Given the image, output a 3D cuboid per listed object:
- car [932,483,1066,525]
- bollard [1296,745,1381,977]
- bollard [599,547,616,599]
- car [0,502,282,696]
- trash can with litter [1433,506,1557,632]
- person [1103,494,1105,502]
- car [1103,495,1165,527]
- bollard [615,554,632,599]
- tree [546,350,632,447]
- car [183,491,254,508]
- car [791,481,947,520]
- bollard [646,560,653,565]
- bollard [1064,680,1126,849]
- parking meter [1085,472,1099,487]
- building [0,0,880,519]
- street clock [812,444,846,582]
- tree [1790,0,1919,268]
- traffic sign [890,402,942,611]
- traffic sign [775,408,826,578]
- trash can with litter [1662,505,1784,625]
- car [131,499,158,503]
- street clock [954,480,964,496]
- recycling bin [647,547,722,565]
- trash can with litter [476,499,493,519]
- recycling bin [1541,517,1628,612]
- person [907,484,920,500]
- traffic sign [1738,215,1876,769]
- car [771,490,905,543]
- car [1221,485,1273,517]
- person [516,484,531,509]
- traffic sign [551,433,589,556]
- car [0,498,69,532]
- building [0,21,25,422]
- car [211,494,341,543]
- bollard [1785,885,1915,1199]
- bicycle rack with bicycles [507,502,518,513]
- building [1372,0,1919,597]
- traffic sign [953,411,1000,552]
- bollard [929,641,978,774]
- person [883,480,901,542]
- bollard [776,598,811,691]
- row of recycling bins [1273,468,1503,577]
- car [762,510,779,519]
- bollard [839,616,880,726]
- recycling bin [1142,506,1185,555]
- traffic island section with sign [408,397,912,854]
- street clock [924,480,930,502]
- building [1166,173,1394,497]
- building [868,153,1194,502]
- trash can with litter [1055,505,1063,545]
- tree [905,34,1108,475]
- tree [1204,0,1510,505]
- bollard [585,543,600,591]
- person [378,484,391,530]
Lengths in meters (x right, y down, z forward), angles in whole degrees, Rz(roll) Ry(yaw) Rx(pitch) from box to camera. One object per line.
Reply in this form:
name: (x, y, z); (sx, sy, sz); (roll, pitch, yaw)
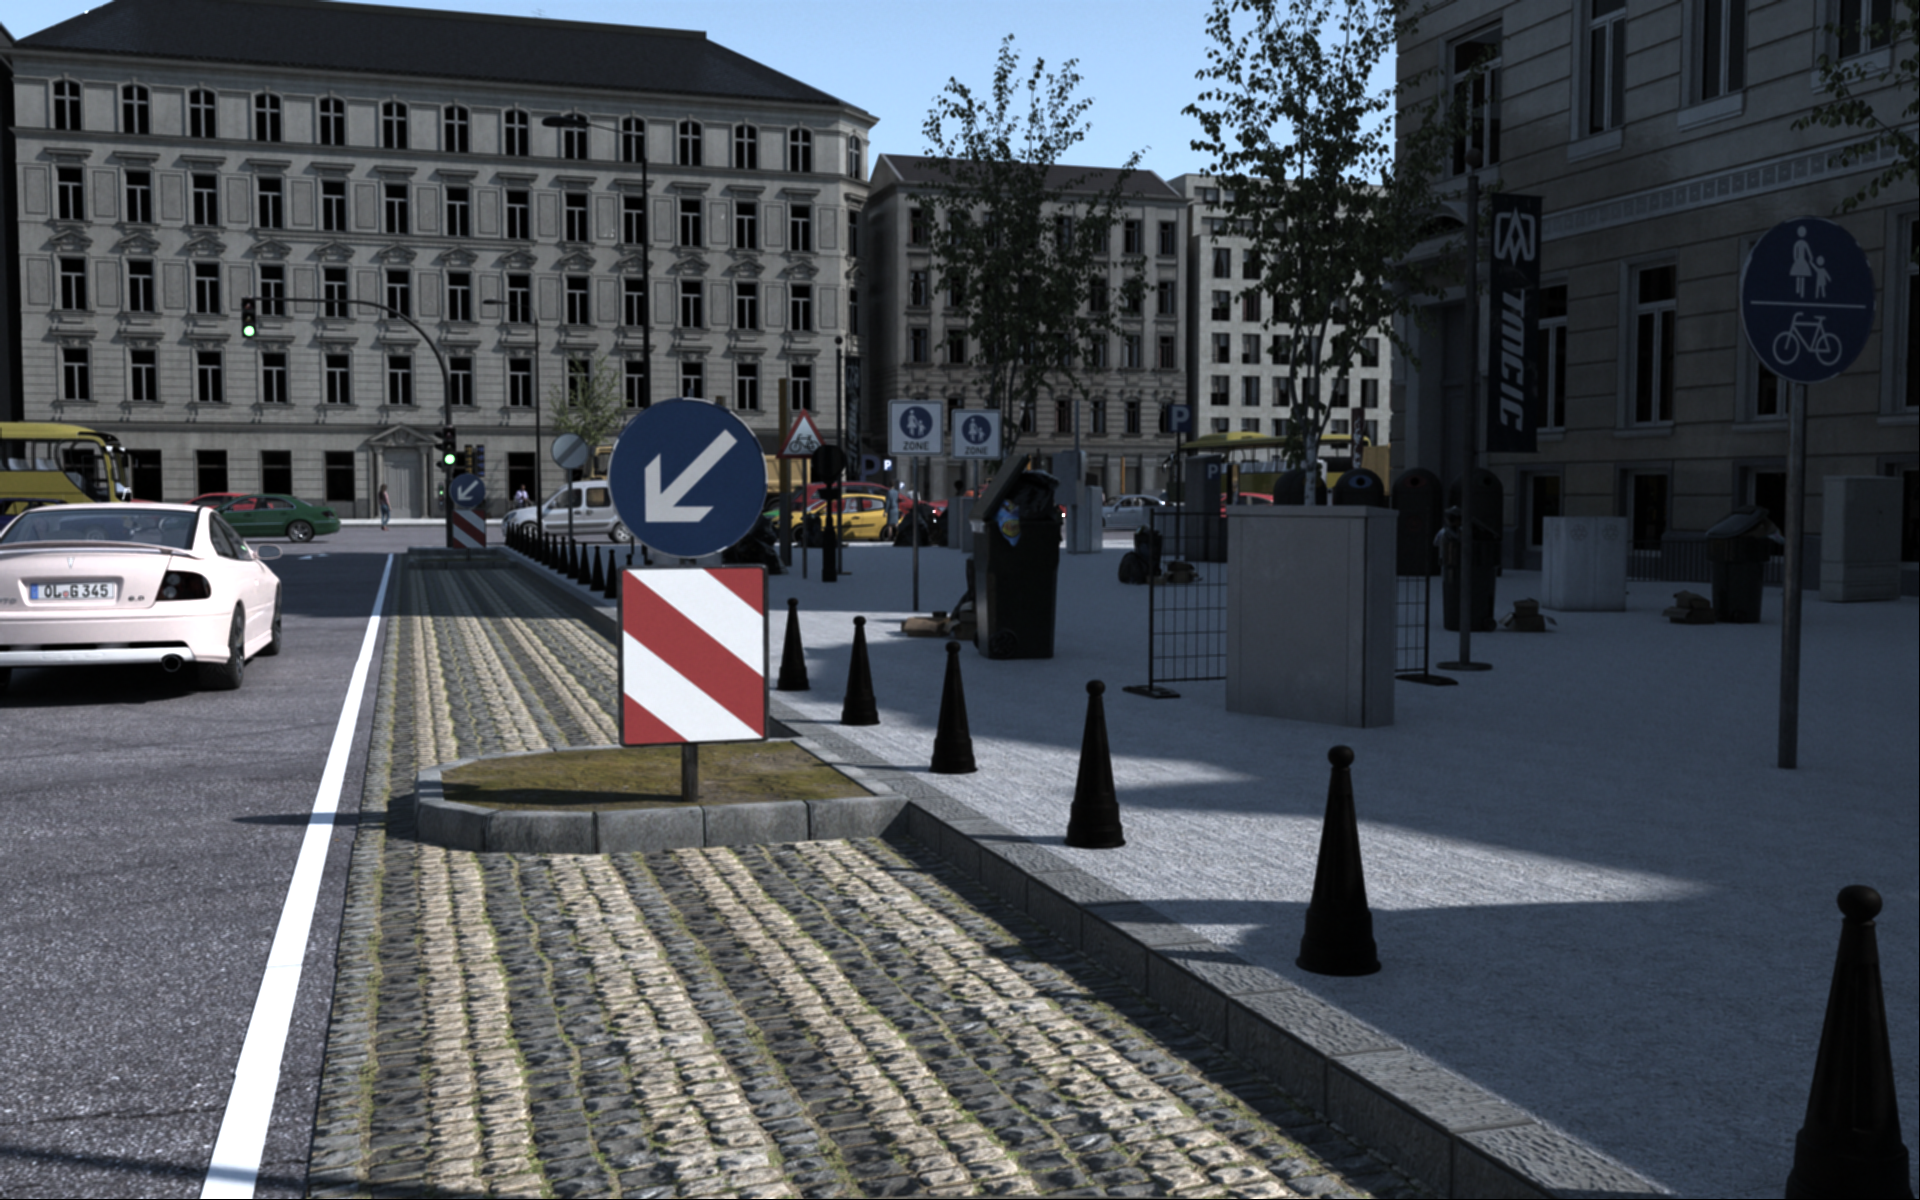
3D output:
car: (1.037, -3.043, 58.422); (5.304, 1.827, 2.281); (-1, 4, -17)
bollard: (1.030, 0.694, 4.698); (0.229, 0.601, 0.229); (0, 3, 0)
bollard: (-4.283, -0.323, 21.324); (0.229, 0.601, 0.229); (0, 3, 0)
car: (-6.555, -0.086, 13.772); (2.083, 1.381, 4.827); (-1, 4, -16)
trash can with litter: (5.030, -0.300, 16.294); (1.055, 1.170, 0.624); (0, 4, 5)
person: (6.287, -4.180, 77.426); (0.593, 1.750, 0.643); (2, 4, 28)
car: (6.372, -3.404, 67.665); (4.499, 1.417, 2.014); (-1, 4, -18)
bollard: (-3.753, -0.222, 19.670); (0.229, 0.601, 0.229); (0, 3, 0)
tree: (-18.744, -8.395, 87.622); (4.737, 8.622, 4.395); (0, 3, 0)
car: (-26.884, -3.244, 62.085); (4.494, 1.783, 2.155); (-1, 4, -17)
car: (-2.844, -2.695, 52.738); (5.304, 1.827, 2.281); (-1, 4, -18)
bollard: (-3.223, -0.120, 18.003); (0.229, 0.601, 0.229); (0, 3, 0)
bollard: (0.496, 0.593, 6.351); (0.229, 0.601, 0.229); (0, 3, 0)
parking meter: (3.386, -2.380, 44.628); (0.399, 1.863, 0.255); (0, 4, 3)
building: (-27.316, -19.626, 97.298); (44.131, 29.872, 17.030); (-1, 4, -18)
street clock: (-1.909, -1.267, 25.289); (0.471, 2.002, 0.358); (0, 4, 7)
tree: (9.483, -3.915, 14.368); (4.737, 8.622, 4.395); (0, 3, 0)
traffic sign: (-0.486, -1.029, 18.953); (0.606, 2.300, 0.079); (-1, 4, -11)
traffic sign: (-2.361, -1.607, 26.278); (0.884, 2.594, 0.081); (-1, 4, -11)
trash can with litter: (7.570, -0.355, 17.193); (1.055, 1.170, 0.624); (-1, 4, -20)
car: (-32.508, -3.429, 64.730); (5.304, 1.827, 2.281); (-1, 4, -19)
street clock: (-0.055, -5.220, 89.924); (0.471, 2.002, 0.358); (-1, 4, -13)
recycling bin: (-3.236, -0.476, 20.335); (0.722, 1.027, 0.722); (-2, 4, -26)
trash can with litter: (-24.587, -4.755, 89.133); (0.624, 1.170, 1.055); (1, 4, 22)
recycling bin: (6.915, -0.406, 19.198); (0.722, 1.027, 0.722); (0, 4, 1)
person: (-1.824, -3.681, 68.565); (0.514, 1.842, 0.818); (-2, 4, -23)
traffic sign: (3.878, -0.485, 8.042); (0.768, 2.556, 0.104); (-1, 4, -17)
car: (-3.496, -2.370, 48.980); (3.980, 1.641, 2.015); (-1, 4, -18)
car: (8.871, -3.010, 58.260); (4.494, 1.783, 2.155); (-1, 4, -18)
person: (-18.422, -3.959, 73.094); (0.709, 1.838, 0.599); (-3, 5, -42)
traffic sign: (-8.102, -2.196, 36.005); (0.768, 2.556, 0.104); (-1, 4, -17)
car: (-23.639, -1.984, 45.018); (3.894, 1.354, 1.945); (-1, 4, -17)
building: (-59.343, -17.869, 85.667); (24.014, 27.812, 14.314); (-1, 4, -18)
car: (-20.822, -2.393, 50.927); (4.920, 1.459, 2.131); (-1, 4, -17)
bollard: (1.562, 0.796, 3.023); (0.229, 0.601, 0.229); (0, 3, 0)
bicycle rack with bicycles: (-20.003, -4.096, 80.352); (2.852, 0.926, 2.925); (1, 4, 8)
building: (16.982, -14.622, 24.970); (13.634, 28.700, 20.117); (-1, 4, -18)
traffic sign: (0.191, -1.155, 21.008); (0.606, 2.300, 0.079); (-1, 4, -12)
bollard: (-0.032, 0.491, 8.019); (0.229, 0.601, 0.229); (0, 3, 0)
person: (-1.846, -2.401, 47.778); (0.581, 1.822, 0.654); (-3, 4, -36)
bollard: (-1.096, 0.286, 11.358); (0.229, 0.601, 0.229); (0, 3, 0)
row of recycling bins: (6.746, -1.244, 27.449); (3.534, 1.692, 1.069); (1, 4, 11)
car: (-4.434, -2.957, 57.138); (4.718, 1.807, 1.959); (-1, 4, -20)
bollard: (-0.560, 0.389, 9.674); (0.229, 0.601, 0.229); (0, 3, 0)
recycling bin: (4.317, -1.475, 36.664); (0.722, 1.027, 0.722); (-1, 4, -18)
traffic island section with sign: (-1.442, 0.049, 7.835); (1.989, 1.847, 2.006); (-1, 4, -18)
street clock: (-1.778, -5.359, 92.194); (0.358, 2.002, 0.471); (0, 4, -6)
building: (20.475, -15.560, 109.151); (16.860, 20.320, 10.420); (-1, 4, -18)
building: (3.524, -15.559, 103.536); (18.267, 20.994, 9.793); (-1, 4, -18)
trash can with litter: (2.116, -1.965, 43.508); (0.624, 1.170, 1.055); (-2, 4, -35)
tree: (0.978, -4.804, 28.903); (4.737, 8.622, 4.395); (0, 3, 0)
tree: (4.760, -4.402, 22.331); (4.737, 8.622, 4.395); (0, 3, 0)
bollard: (-4.808, -0.424, 22.980); (0.229, 0.601, 0.229); (0, 3, 0)
person: (-22.621, -3.648, 68.158); (0.555, 1.821, 0.388); (1, 4, 18)
